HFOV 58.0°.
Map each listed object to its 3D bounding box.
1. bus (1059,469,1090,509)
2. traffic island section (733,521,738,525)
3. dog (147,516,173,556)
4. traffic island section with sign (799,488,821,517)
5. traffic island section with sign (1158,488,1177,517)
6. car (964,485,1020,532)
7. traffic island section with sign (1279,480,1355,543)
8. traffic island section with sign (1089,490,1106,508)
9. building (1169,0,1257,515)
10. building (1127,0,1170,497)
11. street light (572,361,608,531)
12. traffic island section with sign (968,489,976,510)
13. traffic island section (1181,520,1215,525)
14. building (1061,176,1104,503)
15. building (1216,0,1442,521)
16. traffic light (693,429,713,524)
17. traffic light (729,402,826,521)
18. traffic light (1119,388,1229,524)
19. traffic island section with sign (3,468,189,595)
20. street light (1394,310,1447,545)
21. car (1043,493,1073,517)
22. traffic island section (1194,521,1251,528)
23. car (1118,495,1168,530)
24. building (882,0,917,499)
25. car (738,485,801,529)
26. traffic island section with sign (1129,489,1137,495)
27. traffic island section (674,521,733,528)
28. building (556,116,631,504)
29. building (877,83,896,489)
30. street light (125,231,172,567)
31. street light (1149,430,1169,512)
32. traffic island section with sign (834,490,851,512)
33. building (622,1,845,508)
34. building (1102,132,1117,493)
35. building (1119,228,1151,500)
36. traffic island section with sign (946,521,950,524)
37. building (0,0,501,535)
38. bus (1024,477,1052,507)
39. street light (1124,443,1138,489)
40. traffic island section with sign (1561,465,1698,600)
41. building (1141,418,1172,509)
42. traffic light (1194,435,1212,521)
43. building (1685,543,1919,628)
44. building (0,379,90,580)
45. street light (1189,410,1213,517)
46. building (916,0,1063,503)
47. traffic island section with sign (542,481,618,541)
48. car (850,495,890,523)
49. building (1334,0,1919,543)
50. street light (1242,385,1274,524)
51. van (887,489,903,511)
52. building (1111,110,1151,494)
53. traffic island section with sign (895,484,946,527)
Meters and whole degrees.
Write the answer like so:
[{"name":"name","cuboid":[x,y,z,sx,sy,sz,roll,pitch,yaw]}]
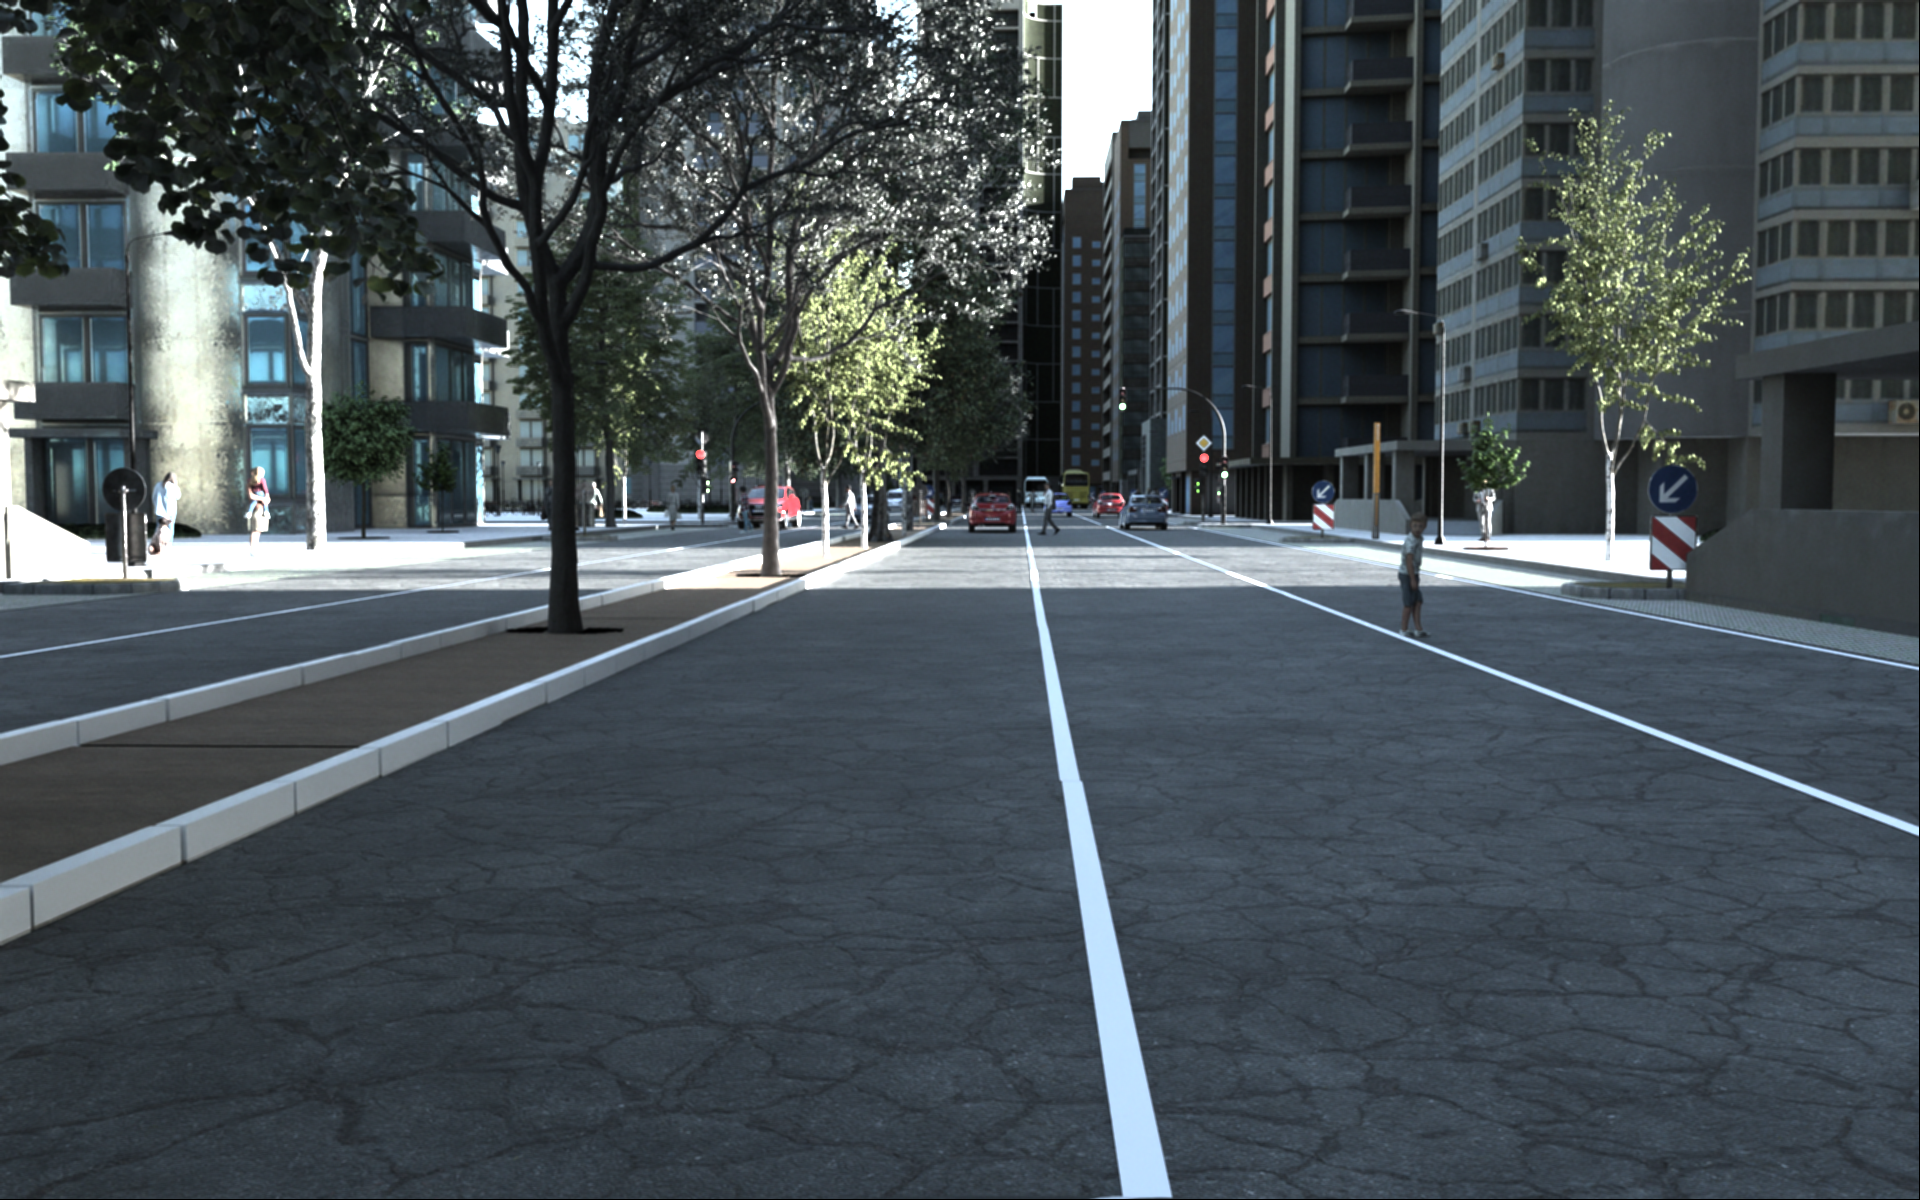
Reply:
[{"name":"bus","cuboid":[11.438,-11.093,172.918,2.896,3.916,12.252,0,4,2]},{"name":"traffic island section","cuboid":[-10.883,-3.706,82.874,2.009,0.180,2.903,0,4,2]},{"name":"dog","cuboid":[-16.752,-1.341,36.298,0.513,0.831,0.800,-1,4,-22]},{"name":"traffic island section with sign","cuboid":[-9.697,-6.067,107.824,1.989,1.847,2.006,0,4,2]},{"name":"traffic island section with sign","cuboid":[12.424,-6.041,107.394,1.989,1.847,2.006,0,4,2]},{"name":"car","cuboid":[1.223,-3.491,66.116,2.155,1.783,4.494,0,4,0]},{"name":"traffic island section with sign","cuboid":[10.479,-2.599,51.125,1.989,1.847,2.006,0,4,2]},{"name":"traffic island section with sign","cuboid":[15.071,-10.739,184.207,1.989,1.847,2.006,0,4,2]},{"name":"building","cuboid":[20.806,-28.144,110.258,14.600,45.320,14.200,0,4,2]},{"name":"building","cuboid":[27.543,-44.754,169.979,20.563,71.187,20.611,0,4,2]},{"name":"street light","cuboid":[-12.995,-5.390,60.670,1.470,5.913,1.316,0,4,2]},{"name":"traffic island section with sign","cuboid":[1.087,-9.123,157.302,2.006,1.907,1.989,0,4,2]},{"name":"traffic island section","cuboid":[11.545,-3.659,82.099,2.009,0.180,2.903,0,4,2]},{"name":"building","cuboid":[21.748,-36.492,246.755,14.200,45.320,14.600,0,4,2]},{"name":"building","cuboid":[28.517,-26.680,90.844,28.867,44.769,22.147,0,4,2]},{"name":"traffic light","cuboid":[-11.119,-5.250,74.758,0.839,4.253,0.868,0,4,2]},{"name":"traffic light","cuboid":[-8.750,-6.608,82.701,4.771,5.953,1.251,0,4,2]},{"name":"traffic light","cuboid":[9.136,-6.071,73.936,4.771,5.953,1.251,0,4,2]},{"name":"traffic island section with sign","cuboid":[-12.541,-1.028,25.429,1.989,1.847,2.006,0,4,2]},{"name":"street light","cuboid":[11.633,-4.357,43.781,1.470,5.913,1.316,0,4,2]},{"name":"car","cuboid":[6.243,-6.162,110.332,1.945,1.707,3.694,0,4,1]},{"name":"traffic island section","cuboid":[11.270,-3.171,74.118,2.009,0.180,2.903,0,4,2]},{"name":"car","cuboid":[7.487,-3.595,70.787,2.014,1.417,4.499,0,4,2]},{"name":"building","cuboid":[-21.840,-57.444,251.877,31.000,86.520,22.319,0,4,2]},{"name":"car","cuboid":[-8.010,-3.938,73.063,2.281,1.827,5.304,0,4,4]},{"name":"traffic island section with sign","cuboid":[13.361,-7.712,134.719,1.989,1.847,2.006,0,4,2]},{"name":"traffic island section","cuboid":[-11.158,-3.218,74.894,2.009,0.180,2.903,0,4,2]},{"name":"building","cuboid":[-52.401,-36.892,222.793,30.456,49.044,23.786,0,4,2]},{"name":"building","cuboid":[-22.568,-41.702,223.821,28.212,58.520,21.231,0,4,2]},{"name":"street light","cuboid":[-14.073,-3.545,30.510,1.470,5.913,1.316,0,4,2]},{"name":"street light","cuboid":[14.498,-9.401,126.248,1.470,5.913,1.316,0,4,2]},{"name":"traffic island section with sign","cuboid":[-8.749,-7.744,135.249,1.989,1.847,2.006,0,4,2]},{"name":"building","cuboid":[-20.322,-38.527,171.914,21.231,58.520,28.212,0,4,2]},{"name":"building","cuboid":[29.395,-36.513,220.686,21.300,48.544,21.600,0,4,2]},{"name":"building","cuboid":[24.416,-25.541,189.289,14.160,30.474,14.107,0,4,2]},{"name":"traffic island section with sign","cuboid":[-1.493,-4.530,82.207,2.006,1.907,1.989,0,4,2]},{"name":"building","cuboid":[-33.373,-27.151,63.522,30.456,49.044,23.786,0,4,2]},{"name":"bus","cuboid":[8.572,-12.000,191.061,2.948,3.499,13.247,0,4,4]},{"name":"street light","cuboid":[15.539,-11.284,157.039,1.470,5.913,1.316,0,4,2]},{"name":"traffic island section with sign","cuboid":[9.551,-0.952,24.186,1.989,1.847,2.006,0,4,2]},{"name":"building","cuboid":[27.126,-50.561,139.344,22.319,86.520,31.000,0,4,2]},{"name":"traffic light","cuboid":[11.505,-5.692,81.986,0.839,4.253,0.868,0,4,2]},{"name":"building","cuboid":[25.574,-19.731,14.487,32.217,40.220,23.993,0,4,2]},{"name":"building","cuboid":[-30.613,-20.120,20.838,32.217,40.220,23.993,0,4,2]},{"name":"street light","cuboid":[13.389,-7.556,96.088,1.470,5.913,1.316,0,4,2]},{"name":"building","cuboid":[4.491,-49.683,250.574,20.611,71.187,20.563,0,4,2]},{"name":"traffic island section with sign","cuboid":[-11.589,-2.720,53.096,1.989,1.847,2.006,0,4,2]},{"name":"car","cuboid":[-4.543,-4.609,87.363,2.014,1.417,4.499,0,4,2]},{"name":"building","cuboid":[30.283,-22.474,59.331,32.217,40.220,23.993,0,4,2]},{"name":"street light","cuboid":[12.709,-6.202,73.942,1.470,5.913,1.316,0,4,2]},{"name":"van","cuboid":[-5.359,-8.418,144.642,2.013,2.044,4.112,0,4,3]},{"name":"building","cuboid":[25.229,-33.812,202.944,14.600,45.320,14.200,0,4,2]},{"name":"traffic island section with sign","cuboid":[-1.758,-4.078,74.805,2.006,1.907,1.989,0,4,2]}]
